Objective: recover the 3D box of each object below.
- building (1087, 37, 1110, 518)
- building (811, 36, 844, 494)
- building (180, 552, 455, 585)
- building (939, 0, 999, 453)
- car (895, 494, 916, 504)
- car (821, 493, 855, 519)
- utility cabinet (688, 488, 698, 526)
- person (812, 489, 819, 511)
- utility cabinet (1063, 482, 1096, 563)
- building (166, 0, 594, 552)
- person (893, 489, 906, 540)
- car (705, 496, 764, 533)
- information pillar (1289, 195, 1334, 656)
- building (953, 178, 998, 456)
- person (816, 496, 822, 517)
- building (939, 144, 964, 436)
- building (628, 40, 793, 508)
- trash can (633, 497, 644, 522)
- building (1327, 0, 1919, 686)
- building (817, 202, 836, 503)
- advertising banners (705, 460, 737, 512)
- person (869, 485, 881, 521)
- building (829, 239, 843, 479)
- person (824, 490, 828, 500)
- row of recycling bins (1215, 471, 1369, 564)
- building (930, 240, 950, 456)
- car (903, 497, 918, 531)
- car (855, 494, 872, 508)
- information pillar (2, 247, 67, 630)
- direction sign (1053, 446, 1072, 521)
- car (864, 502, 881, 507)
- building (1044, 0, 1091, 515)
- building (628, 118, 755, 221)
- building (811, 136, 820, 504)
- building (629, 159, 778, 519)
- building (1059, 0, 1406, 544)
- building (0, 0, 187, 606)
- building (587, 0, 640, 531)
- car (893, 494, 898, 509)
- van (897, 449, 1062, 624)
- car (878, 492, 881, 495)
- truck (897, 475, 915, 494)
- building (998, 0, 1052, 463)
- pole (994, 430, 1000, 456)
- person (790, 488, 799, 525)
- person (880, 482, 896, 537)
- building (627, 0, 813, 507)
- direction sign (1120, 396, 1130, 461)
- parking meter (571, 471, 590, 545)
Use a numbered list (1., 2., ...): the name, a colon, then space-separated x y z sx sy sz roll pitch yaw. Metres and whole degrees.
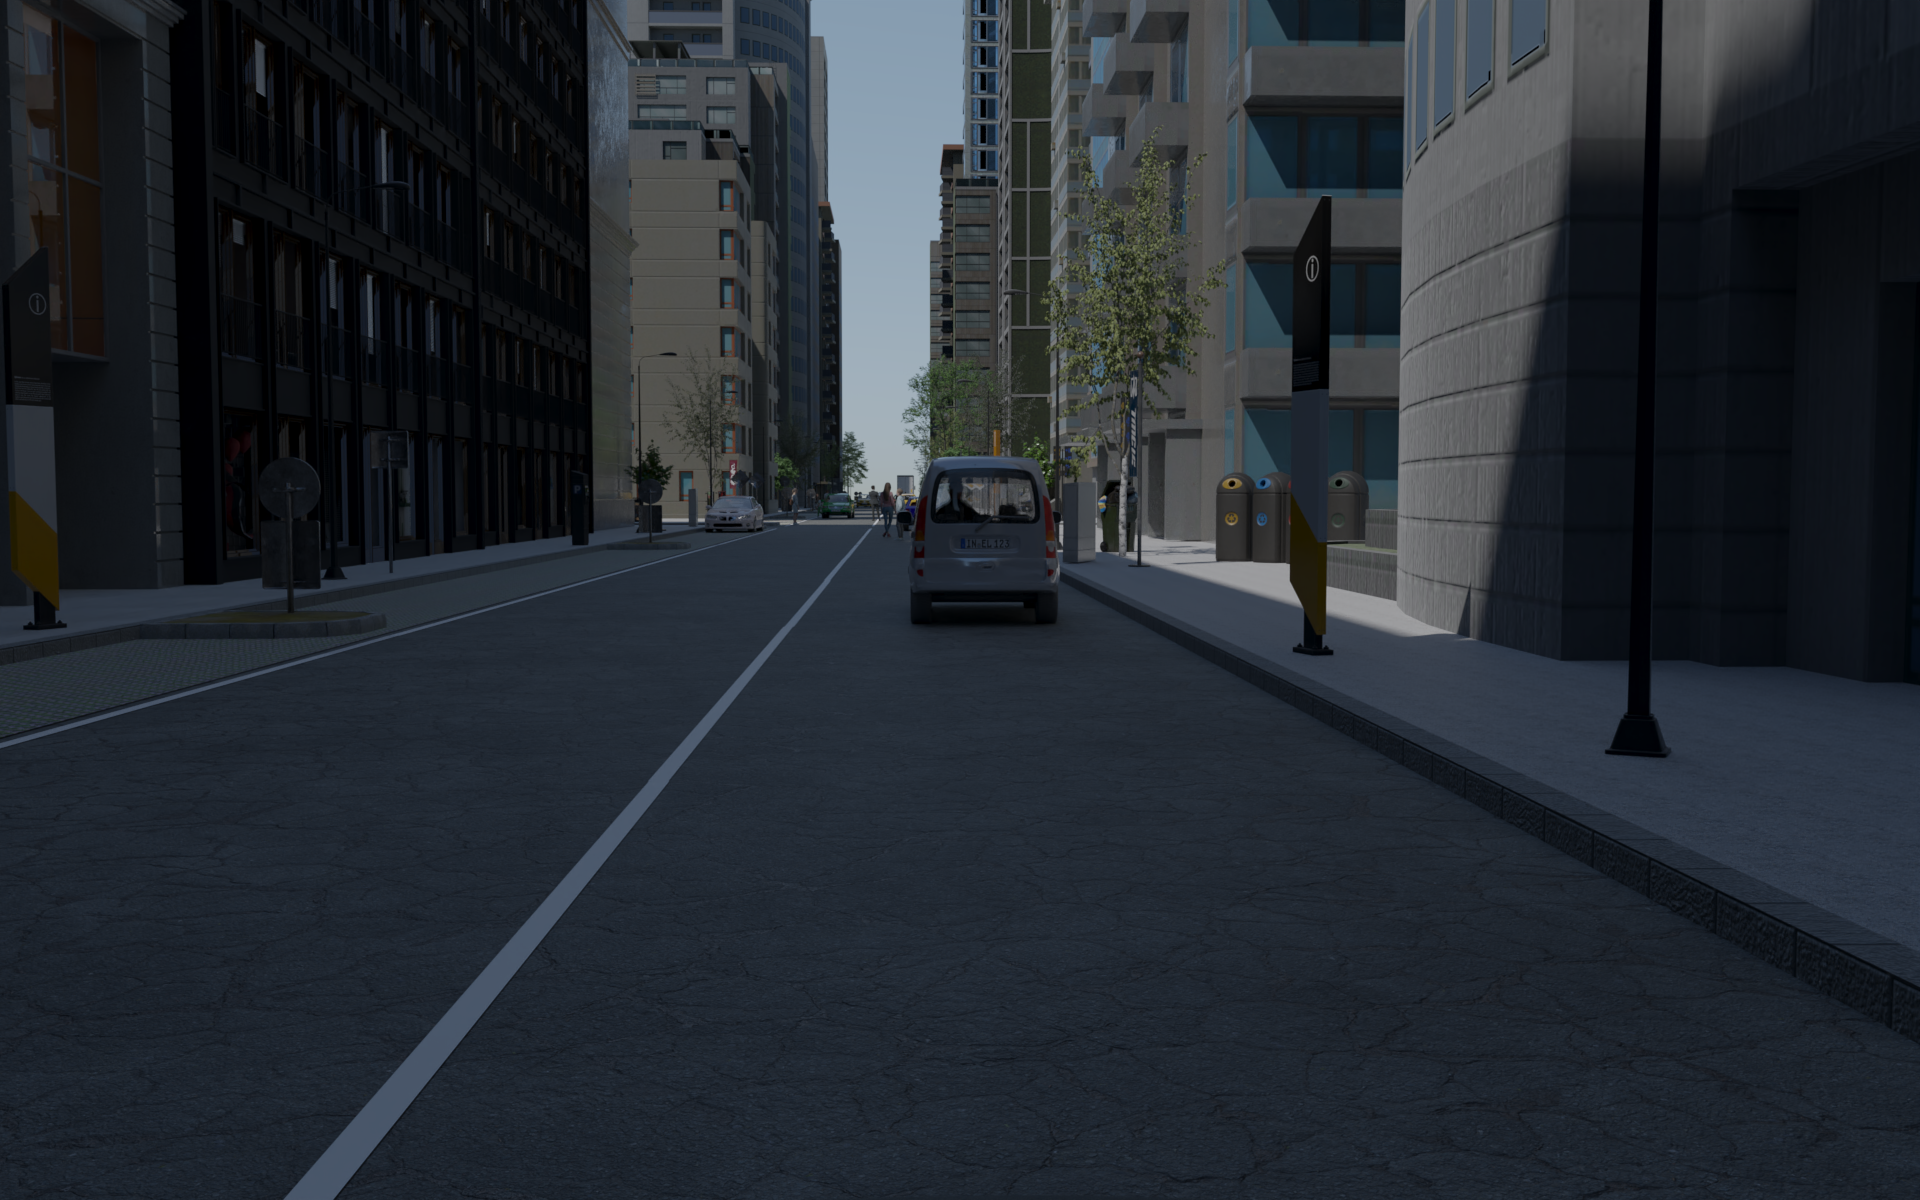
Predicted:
1. building: 14.137 -26.656 85.935 14.200 45.320 14.600 0 4 -2
2. building: -29.118 -51.239 276.001 20.563 71.187 20.611 0 4 -2
3. building: -16.883 -12.335 31.356 12.332 23.373 15.834 0 4 -2
4. building: 9.247 -53.177 182.110 22.319 86.520 31.000 0 4 -2
5. car: -4.089 -7.642 135.170 2.015 1.641 3.980 0 4 -4
6. car: -7.227 -5.751 102.831 1.959 1.807 4.718 0 3 0
7. utility cabinet: -10.585 -3.668 68.644 0.318 1.500 1.173 0 4 -5
8. person: -11.387 -7.766 135.430 0.822 1.834 0.622 -1 4 -13
9. utility cabinet: 2.228 -1.453 32.432 0.318 1.500 1.173 1 4 21
10. building: -17.802 -13.332 47.656 12.332 23.373 15.834 0 4 -2
11. person: -1.861 -2.654 53.711 0.330 1.601 0.589 1 4 22
12. car: -8.515 -3.256 65.591 2.083 1.381 4.827 0 4 -1
13. information pillar: 2.811 -1.378 13.884 0.183 3.616 0.504 -1 4 -17
14. building: 6.342 -23.819 161.138 14.160 30.474 14.107 0 4 -2
15. person: -8.663 -5.771 107.112 0.590 1.304 0.306 -2 4 -27
16. building: 8.554 -34.216 214.051 22.147 44.769 28.867 0 4 -2
17. building: -22.945 -29.097 159.326 14.154 41.232 14.086 0 4 -2
18. trash can: -14.806 -4.142 79.368 0.748 1.137 0.748 0 3 0
19. building: 15.031 -28.862 13.886 21.231 58.520 28.212 0 4 -2
20. building: -29.416 -36.516 251.663 22.147 44.769 28.867 0 4 -2
21. advertising banners: -12.215 -5.663 88.778 2.074 3.025 0.090 2 4 31
22. person: -4.565 -5.183 92.611 0.648 1.900 0.474 0 4 -1
23. building: -27.152 -39.397 294.242 14.600 45.320 14.200 0 4 -2
24. person: -9.499 -7.065 124.587 0.480 1.755 0.524 0 4 6
25. row of recycling bins: 6.116 -1.525 32.044 1.069 1.692 3.534 -3 4 -36
26. building: 2.102 -36.488 280.170 14.154 41.232 14.086 0 4 -2
27. car: -1.465 -3.421 68.521 1.945 1.354 3.894 0 4 -4
28. car: -10.140 -10.606 183.636 2.015 1.641 3.980 0 4 -4
29. information pillar: -8.731 -1.525 16.296 0.183 3.616 0.504 1 4 17
30. direction sign: 4.838 -5.489 81.737 0.876 3.537 0.379 0 4 0
31. car: -9.882 -11.224 195.867 2.083 1.381 4.827 0 3 0
32. building: 18.526 -25.529 109.278 32.217 40.220 23.993 0 4 -2
33. building: -23.742 -22.343 137.011 14.160 30.474 14.107 0 4 -2
34. building: -24.837 -34.619 216.139 14.600 45.320 14.200 0 4 -2
35. building: -25.853 -15.832 103.893 27.650 21.520 28.899 0 4 -2
36. building: 15.724 -26.543 53.590 23.786 49.044 30.456 0 4 -2
37. building: -15.709 -14.123 8.412 11.434 29.767 29.804 0 4 -2
38. building: -24.858 -16.193 62.013 25.104 27.353 12.463 0 4 -2
39. car: -5.533 -9.348 162.629 2.009 1.686 4.222 0 4 -1
40. van: 0.242 -0.827 20.535 2.013 2.044 4.112 0 4 -1
41. car: -13.854 -18.381 309.206 2.281 1.827 5.304 0 4 -2
42. truck: -8.188 -16.678 261.596 2.839 4.237 11.283 0 4 -1
43. building: 11.718 -43.014 141.524 20.563 71.187 20.611 0 4 -2
44. pole: 1.180 -3.761 55.341 0.158 3.312 0.155 0 3 0
45. person: -7.683 -4.353 80.683 0.522 1.701 0.512 -1 4 -22
46. person: -2.376 -2.995 57.470 0.555 1.821 0.388 0 4 3
47. building: -26.596 -39.009 179.794 21.231 58.520 28.212 0 4 -2
48. direction sign: 3.853 -2.959 40.381 0.379 3.537 0.876 -1 4 -8
49. parking meter: -9.488 -2.299 43.293 0.399 1.863 0.255 1 4 14
